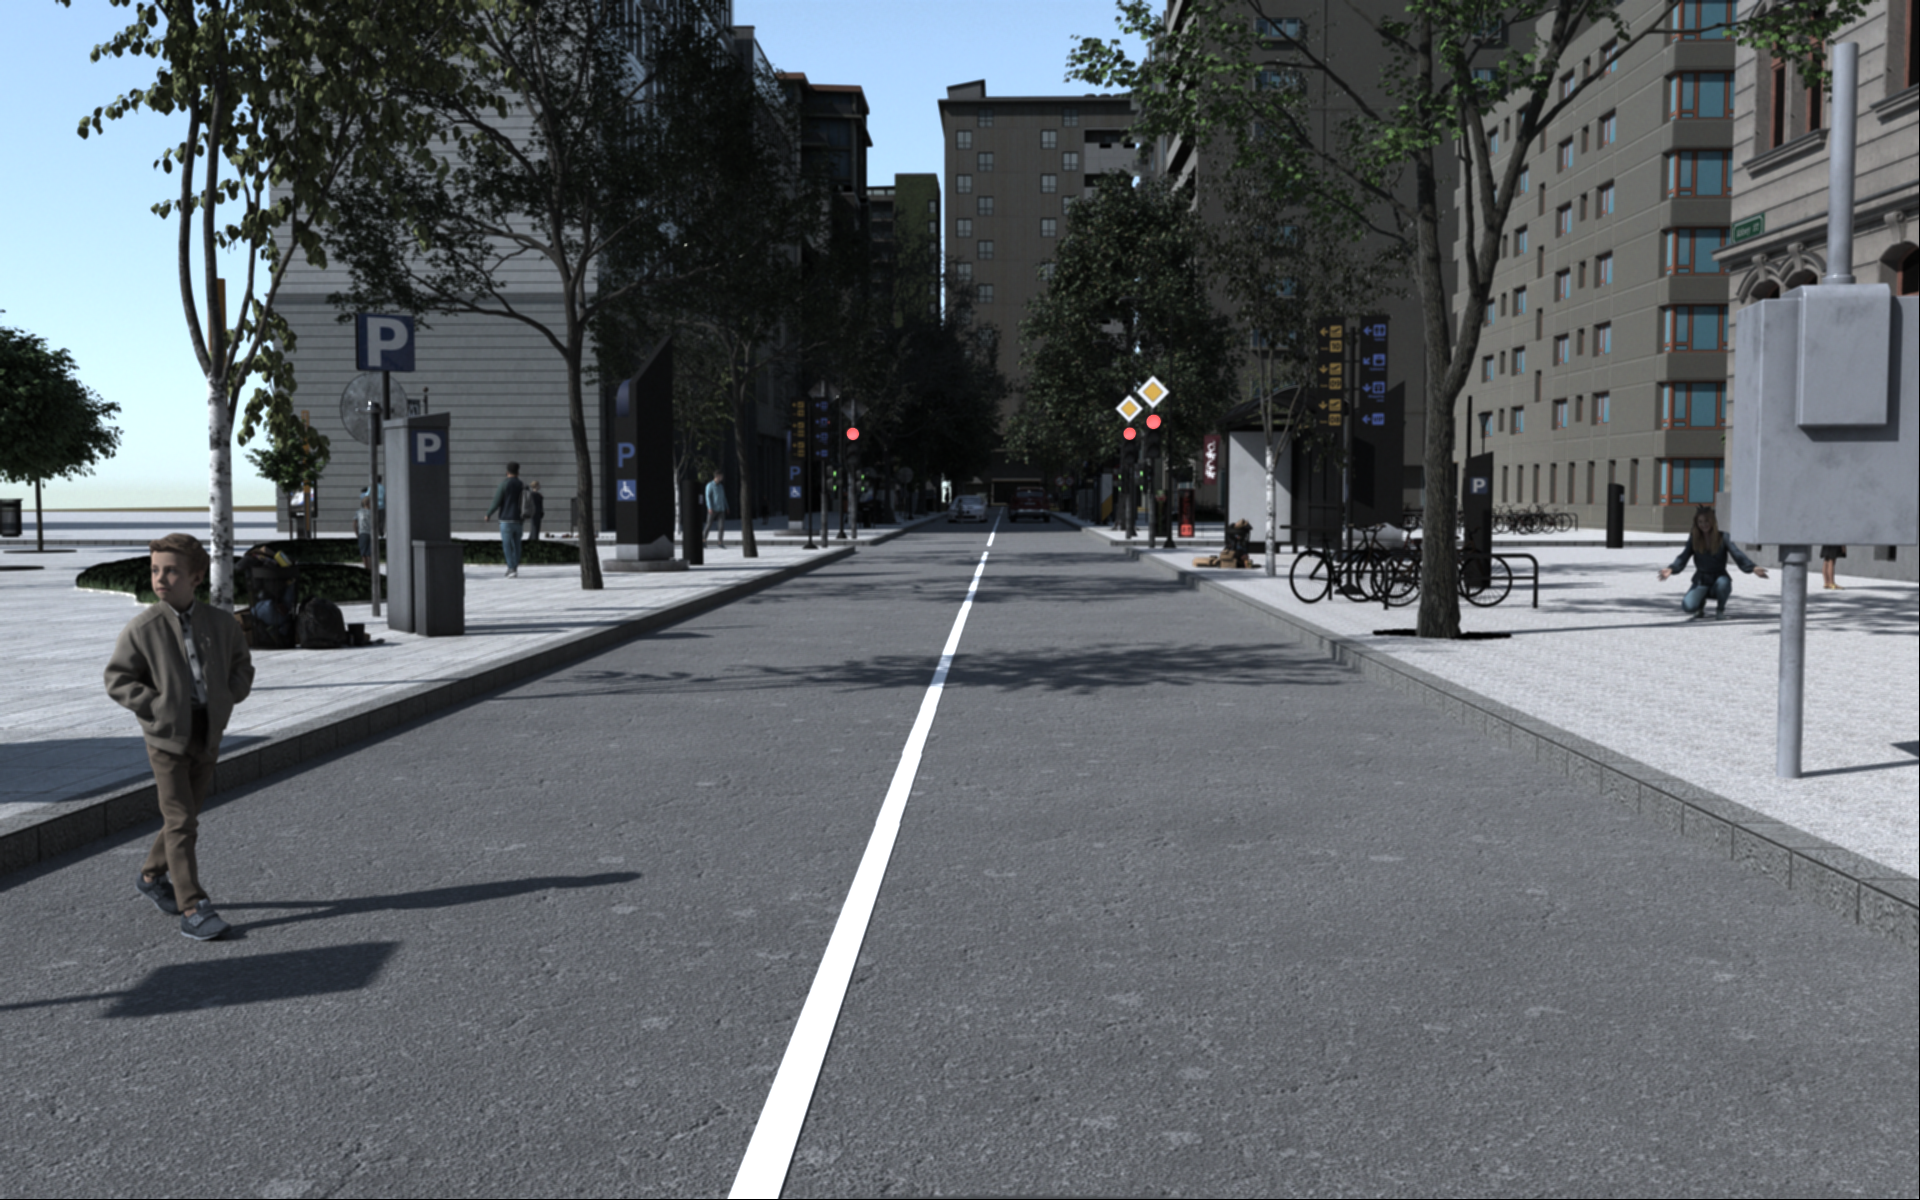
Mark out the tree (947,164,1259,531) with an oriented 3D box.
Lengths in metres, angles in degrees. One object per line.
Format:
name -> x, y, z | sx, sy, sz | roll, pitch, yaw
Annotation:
tree -> 5.882, -8.772, 60.425 | 9.611, 12.733, 9.660 | 0, 3, 0

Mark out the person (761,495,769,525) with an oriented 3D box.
person -> -8.198, -3.802, 72.877 | 0.362, 1.253, 0.373 | 2, 4, 23

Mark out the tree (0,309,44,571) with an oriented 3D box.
tree -> -16.310, -2.790, 29.338 | 4.285, 4.588, 4.351 | 0, 3, 0

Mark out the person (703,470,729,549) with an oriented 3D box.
person -> -5.734, -2.123, 40.614 | 0.638, 1.841, 0.748 | -3, 4, -38

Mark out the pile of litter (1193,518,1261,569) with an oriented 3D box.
pile of litter -> 4.659, -1.002, 30.341 | 1.176, 0.858, 1.719 | 0, 4, 1

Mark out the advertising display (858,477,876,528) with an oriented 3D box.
advertising display -> -3.520, -3.693, 65.590 | 0.123, 1.923, 0.974 | -3, 5, -41

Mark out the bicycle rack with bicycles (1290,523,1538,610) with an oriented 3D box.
bicycle rack with bicycles -> 5.293, -0.422, 20.282 | 2.925, 0.926, 2.852 | 0, 4, -7

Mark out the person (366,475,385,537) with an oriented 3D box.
person -> -16.663, -2.655, 49.478 | 0.660, 1.820, 0.620 | -1, 4, -20

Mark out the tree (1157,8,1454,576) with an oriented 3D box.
tree -> 5.042, -4.673, 26.758 | 4.360, 8.622, 3.978 | 0, 3, 0

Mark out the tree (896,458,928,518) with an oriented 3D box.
tree -> -2.472, -5.957, 91.992 | 1.663, 3.219, 1.824 | 0, 3, 0

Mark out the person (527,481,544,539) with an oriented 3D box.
person -> -11.112, -2.214, 45.128 | 0.534, 1.772, 0.576 | -1, 4, -11

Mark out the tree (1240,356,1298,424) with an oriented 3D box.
tree -> 16.199, -8.546, 90.092 | 4.737, 8.622, 4.395 | 0, 3, 0

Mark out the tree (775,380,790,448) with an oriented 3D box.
tree -> -7.023, -8.310, 86.225 | 4.360, 8.622, 3.978 | 0, 3, 0

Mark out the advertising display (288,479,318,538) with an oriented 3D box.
advertising display -> -18.824, -2.714, 49.587 | 0.974, 1.923, 0.123 | 1, 4, 21

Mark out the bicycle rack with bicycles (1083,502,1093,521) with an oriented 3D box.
bicycle rack with bicycles -> 7.189, -4.228, 82.517 | 2.852, 0.926, 2.925 | 2, 4, 27

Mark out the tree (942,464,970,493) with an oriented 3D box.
tree -> -0.191, -13.698, 174.316 | 4.737, 8.622, 4.395 | 0, 3, 0

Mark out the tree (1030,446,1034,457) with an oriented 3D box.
tree -> 9.312, -13.458, 170.397 | 4.737, 8.622, 4.395 | 0, 3, 0

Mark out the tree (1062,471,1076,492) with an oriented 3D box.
tree -> 9.026, -9.254, 145.904 | 1.663, 3.219, 1.824 | 0, 3, 0

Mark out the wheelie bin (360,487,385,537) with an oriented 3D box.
wheelie bin -> -17.116, -2.605, 50.501 | 0.693, 1.594, 0.980 | -1, 4, -16

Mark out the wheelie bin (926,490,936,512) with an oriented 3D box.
wheelie bin -> -2.163, -7.111, 124.167 | 0.980, 1.594, 0.693 | 1, 4, 11

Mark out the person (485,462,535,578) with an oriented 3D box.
person -> -6.879, -1.238, 26.628 | 0.721, 1.781, 0.623 | 2, 4, 35

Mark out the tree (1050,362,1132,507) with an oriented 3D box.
tree -> 8.606, -13.515, 131.340 | 12.009, 13.543, 11.850 | 0, 3, 0

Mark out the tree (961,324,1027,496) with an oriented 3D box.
tree -> 1.766, -20.556, 191.972 | 12.611, 20.169, 13.585 | 0, 3, 0

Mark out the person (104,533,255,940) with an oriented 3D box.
person -> -2.572, 0.429, 5.759 | 0.640, 1.303, 0.475 | 2, 4, 34

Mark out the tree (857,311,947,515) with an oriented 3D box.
tree -> -2.281, -11.628, 107.123 | 9.611, 12.733, 9.660 | 0, 3, 0

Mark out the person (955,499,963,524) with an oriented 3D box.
person -> -0.052, -4.243, 82.894 | 0.505, 1.210, 0.382 | 2, 4, 24

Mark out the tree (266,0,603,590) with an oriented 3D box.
tree -> -5.300, -5.420, 23.033 | 7.601, 10.594, 8.767 | 0, 4, -3

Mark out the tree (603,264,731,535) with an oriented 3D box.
tree -> -8.981, -6.362, 54.377 | 4.360, 8.622, 3.978 | 0, 3, 0

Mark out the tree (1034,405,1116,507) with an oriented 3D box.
tree -> 7.967, -9.727, 109.400 | 4.737, 8.622, 4.395 | 0, 3, 0

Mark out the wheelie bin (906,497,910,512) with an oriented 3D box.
wheelie bin -> -3.585, -7.086, 123.766 | 0.693, 1.594, 0.980 | 2, 4, 26

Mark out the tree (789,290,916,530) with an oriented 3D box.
tree -> -3.724, -6.832, 62.060 | 4.360, 8.622, 3.978 | 0, 3, 0

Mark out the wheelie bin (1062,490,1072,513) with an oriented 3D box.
wheelie bin -> 7.503, -6.880, 120.397 | 0.980, 1.594, 0.693 | 2, 4, 31

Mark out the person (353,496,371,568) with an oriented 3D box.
person -> -9.270, -0.996, 27.003 | 0.332, 1.250, 0.352 | 1, 4, 15

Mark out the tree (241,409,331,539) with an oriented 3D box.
tree -> -14.761, -2.682, 38.458 | 1.663, 3.219, 1.824 | 0, 3, 0

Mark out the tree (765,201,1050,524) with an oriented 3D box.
tree -> -3.098, -9.974, 73.445 | 12.009, 13.543, 11.850 | 0, 3, 0

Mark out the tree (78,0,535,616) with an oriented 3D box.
tree -> -4.577, -3.717, 11.141 | 4.737, 8.622, 4.395 | 0, 3, 0

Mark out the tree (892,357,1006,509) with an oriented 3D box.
tree -> -1.904, -14.732, 147.519 | 9.857, 13.997, 8.962 | 0, 3, 0

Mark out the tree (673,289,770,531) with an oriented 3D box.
tree -> -8.691, -6.731, 60.419 | 4.737, 8.622, 4.395 | 0, 3, 0

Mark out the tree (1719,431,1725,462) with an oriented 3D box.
tree -> 24.647, -4.187, 52.172 | 4.285, 4.588, 4.351 | 0, 3, 0

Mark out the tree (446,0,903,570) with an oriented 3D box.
tree -> -4.575, -6.142, 34.841 | 7.601, 10.594, 8.767 | 1, 4, 11

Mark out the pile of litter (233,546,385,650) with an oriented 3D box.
pile of litter -> -5.793, -0.037, 14.571 | 1.719, 0.858, 1.176 | 0, 3, 0

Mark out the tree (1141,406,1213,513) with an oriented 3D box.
tree -> 11.293, -8.547, 90.109 | 4.737, 8.622, 4.395 | 0, 3, 0

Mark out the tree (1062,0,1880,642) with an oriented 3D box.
tree -> 4.469, -5.478, 15.317 | 9.928, 11.665, 9.643 | 0, 3, 0
